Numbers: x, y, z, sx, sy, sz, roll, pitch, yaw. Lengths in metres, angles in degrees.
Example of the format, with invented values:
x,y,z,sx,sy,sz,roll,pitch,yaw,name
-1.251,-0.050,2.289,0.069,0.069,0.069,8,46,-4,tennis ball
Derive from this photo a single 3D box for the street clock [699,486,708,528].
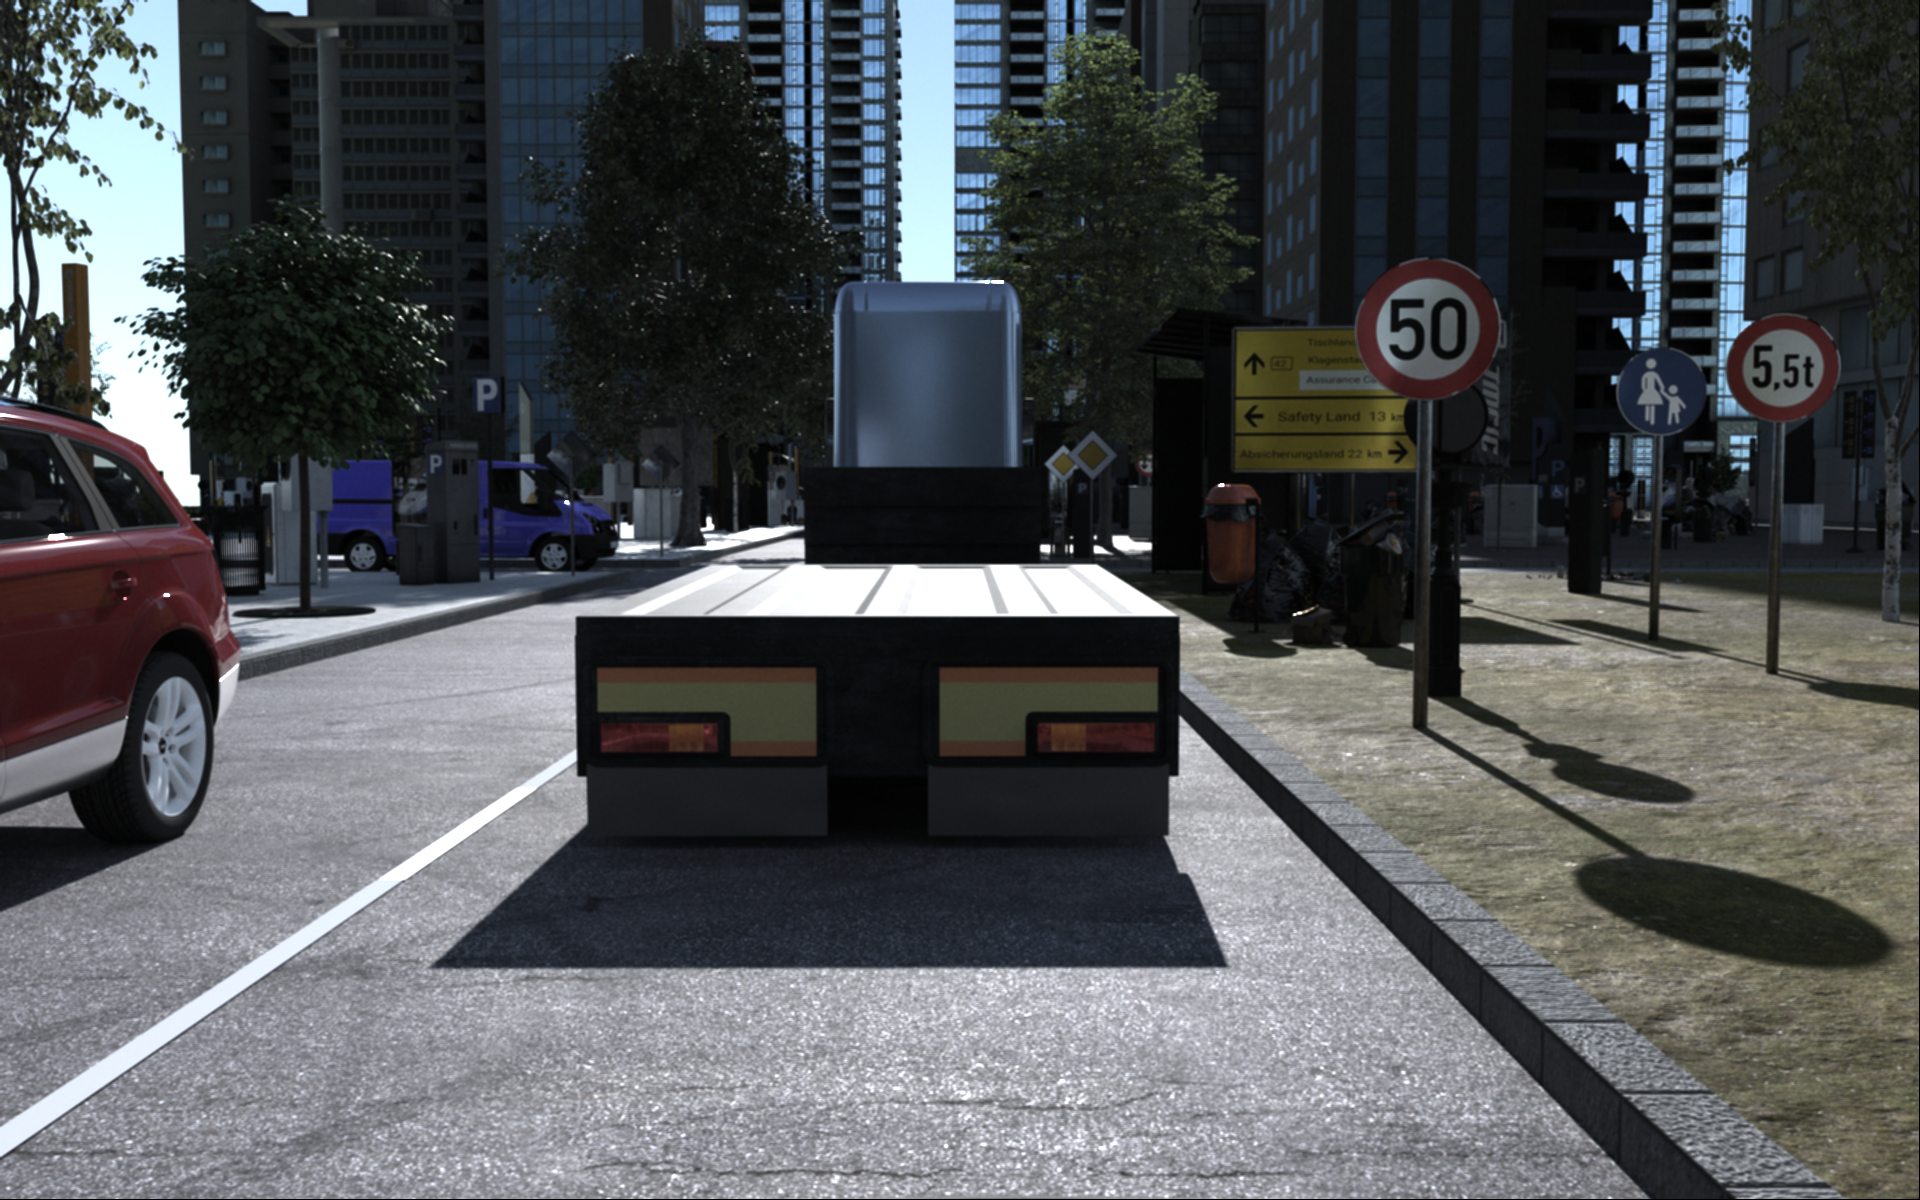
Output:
x,y,z,sx,sy,sz,roll,pitch,yaw,name
-9.766,-3.751,65.906,0.471,2.002,0.358,3,5,44,street clock

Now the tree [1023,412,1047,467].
x,y,z,sx,sy,sz,roll,pitch,yaw,name
2.921,-5.055,66.362,4.285,4.588,4.351,0,3,0,tree

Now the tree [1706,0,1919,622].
x,y,z,sx,sy,sz,roll,pitch,yaw,name
9.351,-4.075,16.994,4.737,8.622,4.395,0,3,0,tree

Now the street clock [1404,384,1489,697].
x,y,z,sx,sy,sz,roll,pitch,yaw,name
3.069,-0.393,10.989,0.471,2.002,0.358,0,4,-7,street clock

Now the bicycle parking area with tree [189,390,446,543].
x,y,z,sx,sy,sz,roll,pitch,yaw,name
-17.072,-3.731,47.999,8.231,4.147,9.016,1,4,15,bicycle parking area with tree

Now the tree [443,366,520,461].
x,y,z,sx,sy,sz,roll,pitch,yaw,name
-27.779,-9.174,100.353,4.360,8.622,3.978,0,3,0,tree

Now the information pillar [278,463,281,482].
x,y,z,sx,sy,sz,roll,pitch,yaw,name
-14.485,-2.812,37.324,0.504,3.616,0.183,1,4,23,information pillar

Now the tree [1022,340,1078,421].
x,y,z,sx,sy,sz,roll,pitch,yaw,name
3.173,-12.796,119.586,12.009,13.543,11.850,0,3,0,tree

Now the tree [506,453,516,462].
x,y,z,sx,sy,sz,roll,pitch,yaw,name
-20.978,-5.291,81.117,1.663,3.219,1.824,0,3,0,tree

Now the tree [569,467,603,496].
x,y,z,sx,sy,sz,roll,pitch,yaw,name
-19.589,-5.847,90.196,1.663,3.219,1.824,0,3,0,tree

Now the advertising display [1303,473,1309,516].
x,y,z,sx,sy,sz,roll,pitch,yaw,name
10.364,-2.912,52.825,0.123,1.923,0.974,-1,4,-15,advertising display

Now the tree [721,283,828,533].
x,y,z,sx,sy,sz,roll,pitch,yaw,name
-7.064,-6.473,56.204,4.737,8.622,4.395,0,3,0,tree

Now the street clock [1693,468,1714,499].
x,y,z,sx,sy,sz,roll,pitch,yaw,name
20.360,-2.615,47.332,0.358,2.002,0.471,0,4,-1,street clock

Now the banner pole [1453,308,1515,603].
x,y,z,sx,sy,sz,roll,pitch,yaw,name
6.127,-1.865,20.502,0.863,3.779,0.401,0,4,-7,banner pole

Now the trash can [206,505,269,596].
x,y,z,sx,sy,sz,roll,pitch,yaw,name
-9.150,-0.632,21.981,0.748,1.137,0.748,0,3,0,trash can

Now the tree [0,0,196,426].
x,y,z,sx,sy,sz,roll,pitch,yaw,name
-6.995,-3.774,12.061,4.360,8.622,3.978,0,3,0,tree

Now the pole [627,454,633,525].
x,y,z,sx,sy,sz,roll,pitch,yaw,name
-13.500,-4.709,70.830,0.158,3.312,0.155,0,3,0,pole

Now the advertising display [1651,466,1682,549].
x,y,z,sx,sy,sz,roll,pitch,yaw,name
16.495,-2.157,40.488,0.123,1.923,0.974,-1,4,-12,advertising display

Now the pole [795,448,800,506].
x,y,z,sx,sy,sz,roll,pitch,yaw,name
-7.157,-5.031,76.095,0.158,3.312,0.155,0,3,0,pole

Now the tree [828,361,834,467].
x,y,z,sx,sy,sz,roll,pitch,yaw,name
-6.488,-7.946,80.284,4.737,8.622,4.395,0,3,0,tree

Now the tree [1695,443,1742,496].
x,y,z,sx,sy,sz,roll,pitch,yaw,name
28.766,-4.347,65.681,1.663,3.219,1.824,0,3,0,tree

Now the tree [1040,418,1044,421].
x,y,z,sx,sy,sz,roll,pitch,yaw,name
2.804,-13.968,145.392,9.611,12.733,9.660,0,3,0,tree

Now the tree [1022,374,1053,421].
x,y,z,sx,sy,sz,roll,pitch,yaw,name
3.491,-9.464,105.105,4.737,8.622,4.395,0,3,0,tree

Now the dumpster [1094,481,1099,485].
x,y,z,sx,sy,sz,roll,pitch,yaw,name
5.882,-4.439,78.338,1.264,1.857,1.865,0,4,0,dumpster

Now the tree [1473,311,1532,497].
x,y,z,sx,sy,sz,roll,pitch,yaw,name
20.043,-7.114,66.674,4.737,8.622,4.395,0,3,0,tree

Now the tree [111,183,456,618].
x,y,z,sx,sy,sz,roll,pitch,yaw,name
-7.114,-2.125,18.451,4.285,4.588,4.351,0,3,0,tree

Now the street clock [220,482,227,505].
x,y,z,sx,sy,sz,roll,pitch,yaw,name
-42.785,-5.877,100.659,0.471,2.002,0.358,3,5,44,street clock

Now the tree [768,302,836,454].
x,y,z,sx,sy,sz,roll,pitch,yaw,name
-6.477,-11.799,103.291,12.009,13.543,11.850,0,3,0,tree

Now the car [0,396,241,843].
x,y,z,sx,sy,sz,roll,pitch,yaw,name
-4.257,0.183,5.676,2.281,1.827,5.304,0,4,0,car

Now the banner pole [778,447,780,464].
x,y,z,sx,sy,sz,roll,pitch,yaw,name
-9.591,-6.245,92.130,0.401,3.779,0.863,0,4,-2,banner pole

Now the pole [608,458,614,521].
x,y,z,sx,sy,sz,roll,pitch,yaw,name
-13.081,-4.345,64.883,0.158,3.312,0.155,0,3,0,pole

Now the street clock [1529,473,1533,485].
x,y,z,sx,sy,sz,roll,pitch,yaw,name
19.775,-3.379,59.815,0.358,2.002,0.471,1,4,23,street clock

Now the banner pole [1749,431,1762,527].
x,y,z,sx,sy,sz,roll,pitch,yaw,name
31.280,-4.782,68.208,0.863,3.779,0.401,-3,4,-36,banner pole

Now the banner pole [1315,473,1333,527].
x,y,z,sx,sy,sz,roll,pitch,yaw,name
14.114,-4.725,67.270,0.863,3.779,0.401,-2,4,-23,banner pole

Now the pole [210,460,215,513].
x,y,z,sx,sy,sz,roll,pitch,yaw,name
-45.063,-6.762,104.401,0.158,3.312,0.155,0,3,0,pole

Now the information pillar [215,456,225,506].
x,y,z,sx,sy,sz,roll,pitch,yaw,name
-44.448,-6.893,104.055,0.504,3.616,0.183,-2,4,-29,information pillar

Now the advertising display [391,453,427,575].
x,y,z,sx,sy,sz,roll,pitch,yaw,name
-8.480,-1.355,27.371,0.974,1.923,0.123,0,4,4,advertising display

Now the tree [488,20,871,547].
x,y,z,sx,sy,sz,roll,pitch,yaw,name
-6.694,-7.677,42.527,9.611,12.733,9.660,0,3,0,tree

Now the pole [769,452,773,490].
x,y,z,sx,sy,sz,roll,pitch,yaw,name
-9.067,-5.459,83.090,0.158,3.312,0.155,0,3,0,pole

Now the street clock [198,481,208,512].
x,y,z,sx,sy,sz,roll,pitch,yaw,name
-41.160,-5.482,94.202,0.471,2.002,0.358,0,4,-5,street clock

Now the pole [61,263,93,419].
x,y,z,sx,sy,sz,roll,pitch,yaw,name
-7.844,-1.321,15.445,0.158,3.312,0.155,0,3,0,pole

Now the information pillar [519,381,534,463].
x,y,z,sx,sy,sz,roll,pitch,yaw,name
-8.989,-2.728,35.959,0.183,3.616,0.504,-3,5,-41,information pillar

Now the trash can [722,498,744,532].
x,y,z,sx,sy,sz,roll,pitch,yaw,name
-7.686,-2.876,58.681,0.748,1.137,0.748,0,3,0,trash can

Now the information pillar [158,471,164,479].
x,y,z,sx,sy,sz,roll,pitch,yaw,name
-25.194,-3.057,54.480,0.304,2.012,0.304,-2,4,-26,information pillar

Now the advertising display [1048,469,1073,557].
x,y,z,sx,sy,sz,roll,pitch,yaw,name
2.065,-1.865,35.715,0.123,1.923,0.974,-1,4,-21,advertising display

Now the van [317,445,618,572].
x,y,z,sx,sy,sz,roll,pitch,yaw,name
-8.845,-1.646,31.288,5.245,2.365,2.240,0,4,2,van

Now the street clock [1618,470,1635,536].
x,y,z,sx,sy,sz,roll,pitch,yaw,name
20.205,-2.937,52.590,0.358,2.002,0.471,-1,4,-23,street clock

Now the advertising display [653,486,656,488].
x,y,z,sx,sy,sz,roll,pitch,yaw,name
-17.673,-5.809,100.190,0.123,1.923,0.974,-1,4,-16,advertising display

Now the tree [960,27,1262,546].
x,y,z,sx,sy,sz,roll,pitch,yaw,name
3.585,-7.658,43.337,7.486,12.596,7.792,0,3,0,tree

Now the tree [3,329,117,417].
x,y,z,sx,sy,sz,roll,pitch,yaw,name
-36.761,-7.367,70.812,4.737,8.622,4.395,0,3,0,tree

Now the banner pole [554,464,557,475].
x,y,z,sx,sy,sz,roll,pitch,yaw,name
-23.380,-6.657,98.856,0.863,3.779,0.401,0,4,3,banner pole

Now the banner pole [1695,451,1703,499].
x,y,z,sx,sy,sz,roll,pitch,yaw,name
42.869,-6.759,100.532,0.401,3.779,0.863,0,4,-6,banner pole

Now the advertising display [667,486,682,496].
x,y,z,sx,sy,sz,roll,pitch,yaw,name
-13.904,-4.897,85.275,0.974,1.923,0.123,1,4,17,advertising display
